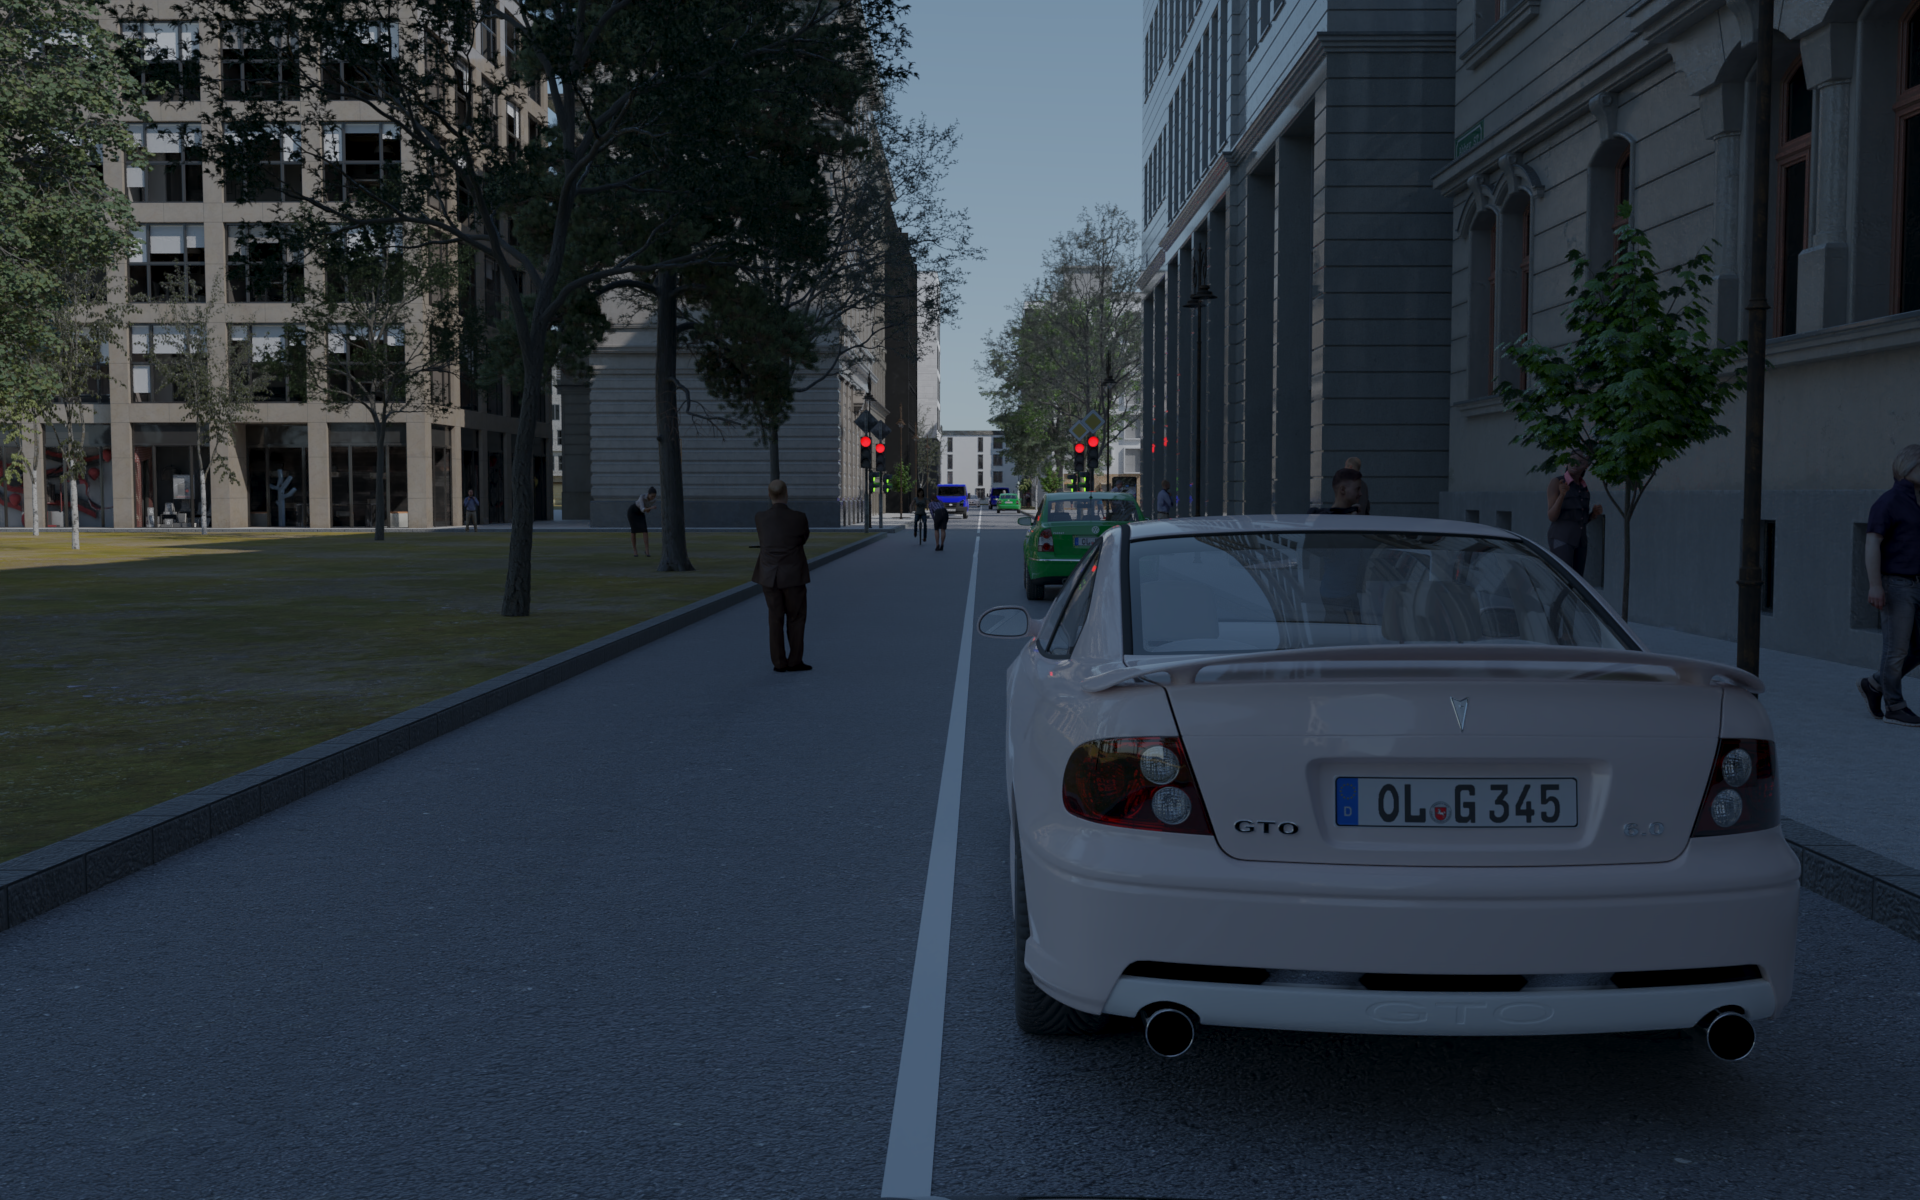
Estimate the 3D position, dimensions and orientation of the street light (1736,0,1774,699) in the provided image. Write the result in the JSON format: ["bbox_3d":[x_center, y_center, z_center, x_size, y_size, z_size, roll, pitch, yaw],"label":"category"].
[{"bbox_3d":[4.088,-2.204,8.830,0.468,5.910,1.993,0,4,1],"label":"street light"}]

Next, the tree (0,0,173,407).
[{"bbox_3d":[-18.850,-7.530,29.777,9.857,13.997,8.962,0,3,0],"label":"tree"}]

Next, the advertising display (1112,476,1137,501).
[{"bbox_3d":[6.041,-3.575,63.666,0.974,1.923,0.123,-1,4,-21],"label":"advertising display"}]

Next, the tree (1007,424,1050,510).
[{"bbox_3d":[6.016,-11.642,140.709,4.737,8.622,4.395,0,3,0],"label":"tree"}]

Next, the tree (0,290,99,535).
[{"bbox_3d":[-28.916,-6.304,53.434,4.737,8.622,4.395,0,3,0],"label":"tree"}]

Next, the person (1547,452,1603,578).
[{"bbox_3d":[4.817,-0.372,13.597,0.415,1.643,0.593,1,4,17],"label":"person"}]

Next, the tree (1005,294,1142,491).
[{"bbox_3d":[5.998,-9.767,85.442,9.928,11.665,9.643,0,3,0],"label":"tree"}]

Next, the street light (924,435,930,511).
[{"bbox_3d":[-2.516,-9.812,133.208,0.468,5.910,1.993,0,4,1],"label":"street light"}]

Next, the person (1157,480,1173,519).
[{"bbox_3d":[4.295,-1.723,36.284,0.319,1.574,0.516,-1,4,-10],"label":"person"}]

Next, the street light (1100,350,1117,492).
[{"bbox_3d":[4.764,-5.071,55.696,0.468,5.910,1.993,0,4,1],"label":"street light"}]

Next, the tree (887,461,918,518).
[{"bbox_3d":[-3.010,-5.983,92.430,1.663,3.219,1.824,0,3,0],"label":"tree"}]

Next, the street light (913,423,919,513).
[{"bbox_3d":[-2.816,-8.419,110.442,0.468,5.910,1.993,0,4,1],"label":"street light"}]

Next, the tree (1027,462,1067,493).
[{"bbox_3d":[5.341,-6.677,103.778,1.663,3.219,1.824,0,3,0],"label":"tree"}]

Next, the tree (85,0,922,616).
[{"bbox_3d":[-4.417,-5.094,17.693,7.601,10.594,8.767,3,4,37],"label":"tree"}]

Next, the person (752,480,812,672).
[{"bbox_3d":[-1.446,-0.199,14.024,0.482,1.546,0.388,1,4,10],"label":"person"}]

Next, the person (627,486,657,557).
[{"bbox_3d":[-6.438,-1.596,35.331,0.799,1.438,0.628,1,4,13],"label":"person"}]

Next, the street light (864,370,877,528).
[{"bbox_3d":[-3.383,-5.635,64.916,0.468,5.910,1.993,0,4,1],"label":"street light"}]

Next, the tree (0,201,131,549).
[{"bbox_3d":[-20.737,-5.474,39.870,4.360,8.622,3.978,0,3,0],"label":"tree"}]

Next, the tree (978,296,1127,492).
[{"bbox_3d":[6.305,-12.519,111.342,9.857,13.997,8.962,0,3,0],"label":"tree"}]

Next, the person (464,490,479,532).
[{"bbox_3d":[-16.705,-2.978,59.249,0.516,1.574,0.319,-1,4,-20],"label":"person"}]

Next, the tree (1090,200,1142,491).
[{"bbox_3d":[5.596,-9.888,72.042,12.009,13.543,11.850,0,3,0],"label":"tree"}]

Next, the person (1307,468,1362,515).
[{"bbox_3d":[2.450,-0.036,10.965,0.662,1.594,0.647,0,4,7],"label":"person"}]

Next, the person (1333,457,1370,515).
[{"bbox_3d":[4.984,-0.960,22.296,0.434,1.755,0.990,3,5,45],"label":"person"}]

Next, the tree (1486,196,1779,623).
[{"bbox_3d":[4.281,-1.030,11.443,1.663,3.219,1.824,0,3,0],"label":"tree"}]

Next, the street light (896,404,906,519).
[{"bbox_3d":[-2.985,-7.027,87.678,0.468,5.910,1.993,0,4,1],"label":"street light"}]

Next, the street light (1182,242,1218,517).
[{"bbox_3d":[4.409,-3.621,31.984,0.468,5.910,1.993,0,4,1],"label":"street light"}]

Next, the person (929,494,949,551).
[{"bbox_3d":[-0.559,-1.957,43.736,0.421,1.427,0.697,-2,4,-25],"label":"person"}]

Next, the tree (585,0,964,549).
[{"bbox_3d":[-4.369,-7.972,40.712,12.009,13.543,11.850,0,3,0],"label":"tree"}]

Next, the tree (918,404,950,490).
[{"bbox_3d":[-2.993,-11.435,137.328,4.360,8.622,3.978,0,3,0],"label":"tree"}]

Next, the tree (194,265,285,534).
[{"bbox_3d":[-23.905,-6.405,55.088,4.360,8.622,3.978,0,3,0],"label":"tree"}]

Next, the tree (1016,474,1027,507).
[{"bbox_3d":[6.054,-10.489,166.092,1.663,3.219,1.824,0,3,0],"label":"tree"}]

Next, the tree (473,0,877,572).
[{"bbox_3d":[-4.859,-6.518,28.625,6.751,12.117,7.091,0,3,0],"label":"tree"}]
